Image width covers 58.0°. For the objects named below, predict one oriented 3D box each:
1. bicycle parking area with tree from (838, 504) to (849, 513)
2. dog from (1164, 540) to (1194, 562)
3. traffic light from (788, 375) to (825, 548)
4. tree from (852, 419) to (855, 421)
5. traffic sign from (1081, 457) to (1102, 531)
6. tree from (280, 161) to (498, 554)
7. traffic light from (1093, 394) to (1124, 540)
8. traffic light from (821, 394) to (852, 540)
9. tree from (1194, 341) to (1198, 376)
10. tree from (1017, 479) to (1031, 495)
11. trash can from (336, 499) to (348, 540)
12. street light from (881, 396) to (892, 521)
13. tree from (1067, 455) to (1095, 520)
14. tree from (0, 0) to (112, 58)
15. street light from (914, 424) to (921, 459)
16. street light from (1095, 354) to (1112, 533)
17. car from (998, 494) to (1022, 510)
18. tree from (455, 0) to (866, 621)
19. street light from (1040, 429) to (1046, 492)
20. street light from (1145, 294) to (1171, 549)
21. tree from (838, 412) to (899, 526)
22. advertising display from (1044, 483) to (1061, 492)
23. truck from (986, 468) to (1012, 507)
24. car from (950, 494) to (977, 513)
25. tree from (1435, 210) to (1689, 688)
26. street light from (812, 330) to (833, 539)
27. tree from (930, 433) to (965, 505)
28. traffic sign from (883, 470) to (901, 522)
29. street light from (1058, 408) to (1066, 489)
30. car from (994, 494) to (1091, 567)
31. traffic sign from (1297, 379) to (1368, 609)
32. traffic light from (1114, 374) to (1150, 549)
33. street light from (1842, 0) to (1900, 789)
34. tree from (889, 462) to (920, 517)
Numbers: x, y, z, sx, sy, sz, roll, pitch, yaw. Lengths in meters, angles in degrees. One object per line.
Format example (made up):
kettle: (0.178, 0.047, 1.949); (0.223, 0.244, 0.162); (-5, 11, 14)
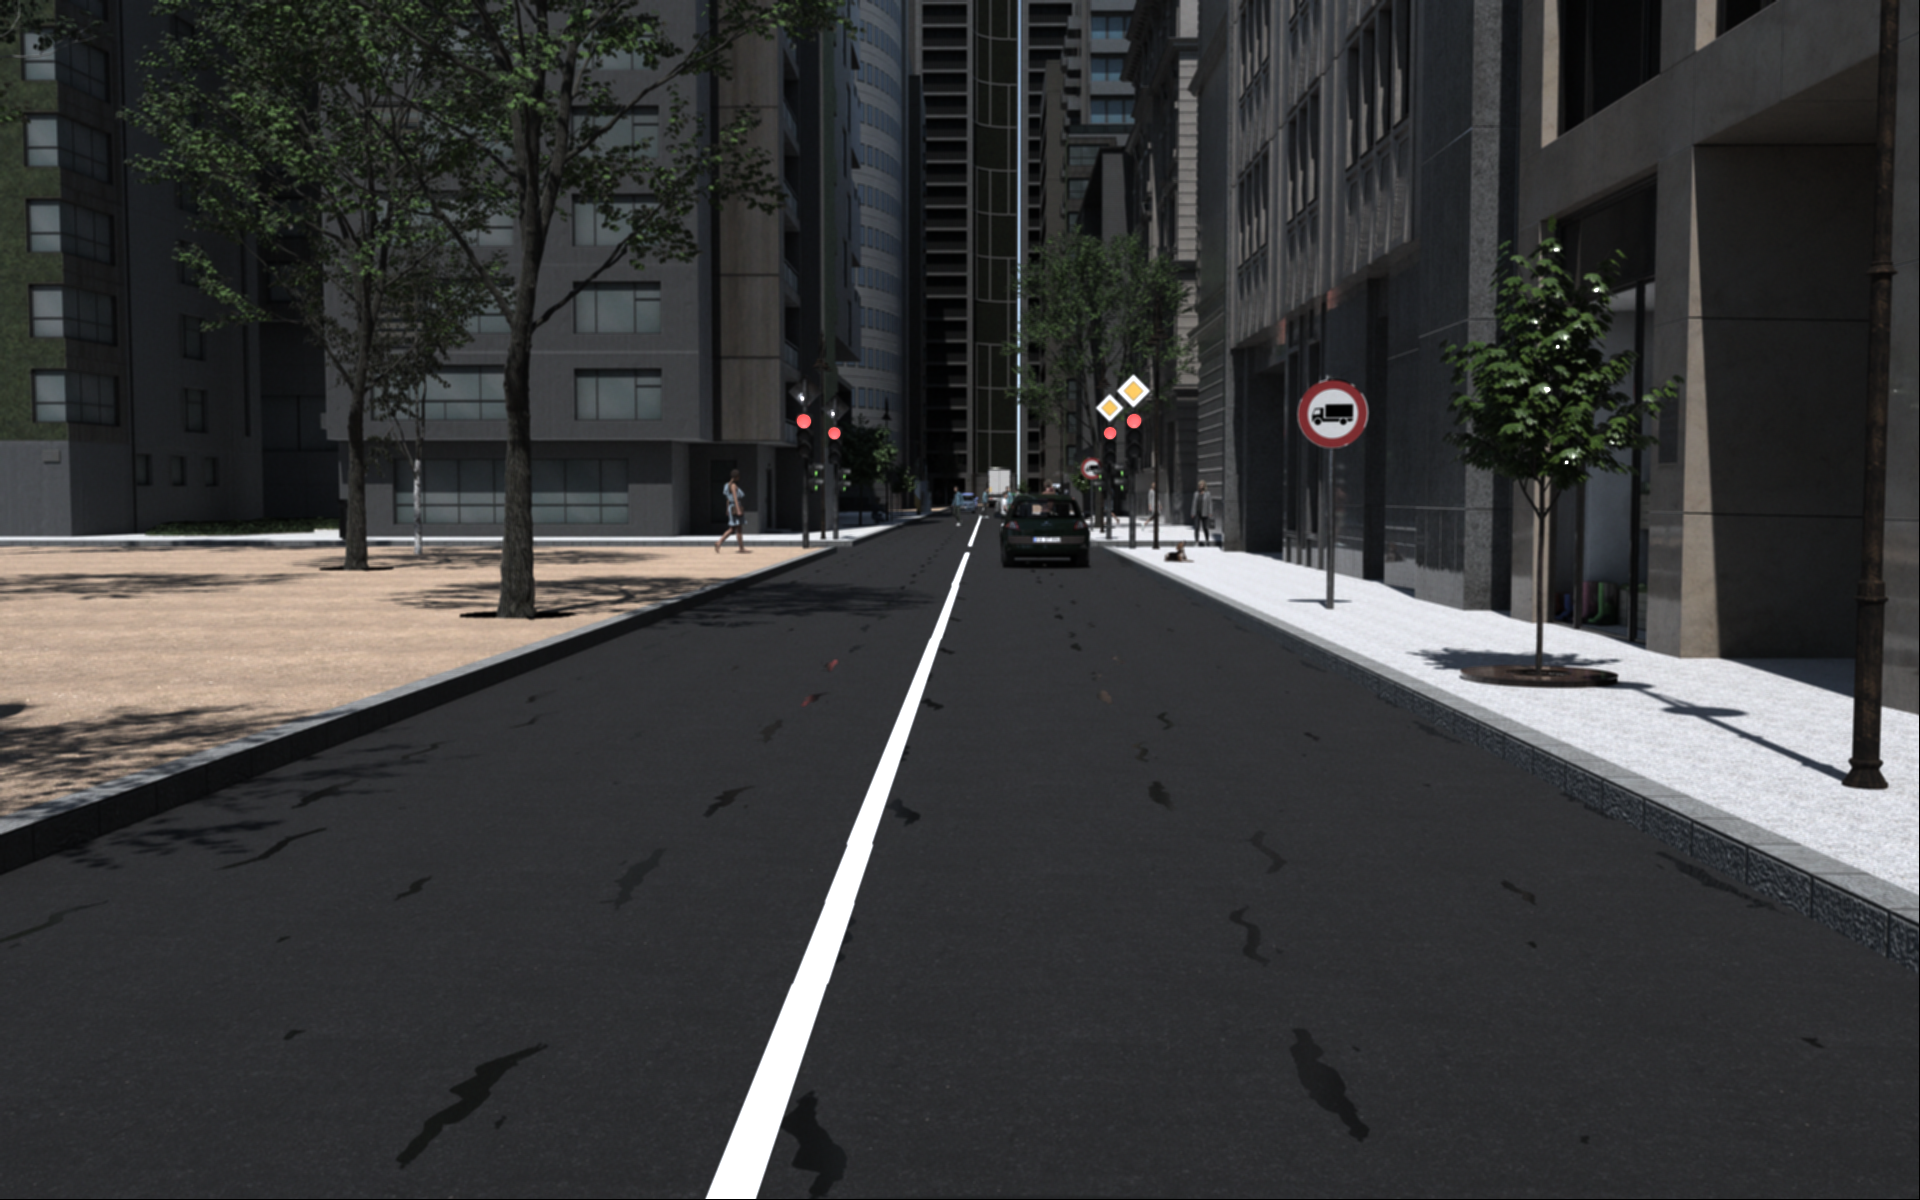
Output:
bicycle parking area with tree: (-12.334, -8.129, 119.917); (9.016, 4.147, 8.231); (0, 4, -7)
dog: (4.155, -0.929, 32.930); (0.550, 0.427, 0.748); (0, 4, 4)
traffic light: (-3.621, -3.171, 40.769); (0.839, 4.253, 0.868); (0, 4, 1)
tree: (-9.082, -9.737, 109.566); (4.360, 8.622, 3.978); (0, 3, 0)
traffic sign: (4.567, -3.663, 60.000); (0.768, 2.556, 0.104); (0, 4, 6)
tree: (-11.788, -5.285, 36.765); (4.360, 8.622, 3.978); (0, 3, 0)
traffic light: (4.173, -3.653, 48.641); (0.839, 4.253, 0.868); (0, 4, 1)
traffic light: (-3.487, -3.659, 48.753); (0.839, 4.253, 0.868); (0, 4, 1)
tree: (5.327, -8.538, 65.352); (9.928, 11.665, 9.643); (0, 3, 0)
tree: (7.412, -12.495, 198.889); (1.663, 3.219, 1.824); (0, 3, 0)
trash can: (-17.055, -2.252, 48.466); (0.748, 1.137, 0.748); (0, 3, 0)
street light: (-3.455, -6.671, 81.860); (0.468, 5.910, 1.993); (0, 4, 1)
tree: (6.282, -5.611, 86.348); (1.663, 3.219, 1.824); (0, 3, 0)
tree: (-22.272, -10.835, 33.046); (12.611, 20.169, 13.585); (0, 3, 0)
street light: (-2.817, -8.710, 115.191); (0.468, 5.910, 1.993); (0, 4, 1)
street light: (4.720, -5.167, 57.276); (0.468, 5.910, 1.993); (0, 4, 1)
car: (3.601, -6.717, 118.613); (1.959, 1.807, 4.718); (0, 4, 0)
tree: (-4.464, -5.621, 17.661); (9.928, 11.665, 9.643); (0, 3, 0)
street light: (5.926, -9.213, 123.417); (0.468, 5.910, 1.993); (0, 4, 1)
street light: (4.579, -4.128, 40.284); (0.468, 5.910, 1.993); (0, 4, 1)
tree: (-4.031, -5.261, 69.724); (4.285, 4.588, 4.351); (0, 3, 0)
advertising display: (5.334, -5.775, 99.638); (0.974, 1.923, 0.123); (-1, 4, -14)
truck: (4.276, -12.205, 188.464); (2.839, 4.237, 11.283); (0, 4, 1)
car: (0.276, -7.179, 129.375); (2.014, 1.417, 4.499); (0, 4, 2)
tree: (4.132, -1.057, 11.879); (1.663, 3.219, 1.824); (0, 3, 0)
street light: (-3.883, -4.661, 49.003); (0.468, 5.910, 1.993); (0, 4, 1)
tree: (-1.566, -15.346, 201.269); (4.360, 8.622, 3.978); (0, 3, 0)
traffic sign: (-3.163, -4.895, 80.032); (0.884, 2.594, 0.081); (1, 4, 9)
street light: (5.311, -7.202, 90.546); (0.468, 5.910, 1.993); (0, 4, 1)
car: (1.693, -1.554, 35.201); (2.009, 1.686, 4.222); (0, 4, 1)
traffic sign: (4.132, -1.171, 19.256); (0.768, 2.556, 0.104); (1, 4, 11)
traffic light: (4.039, -3.164, 40.657); (0.839, 4.253, 0.868); (0, 4, 1)
street light: (3.976, -2.119, 7.430); (0.468, 5.910, 1.993); (0, 4, 1)
tree: (-3.296, -6.212, 96.160); (1.663, 3.219, 1.824); (0, 3, 0)
